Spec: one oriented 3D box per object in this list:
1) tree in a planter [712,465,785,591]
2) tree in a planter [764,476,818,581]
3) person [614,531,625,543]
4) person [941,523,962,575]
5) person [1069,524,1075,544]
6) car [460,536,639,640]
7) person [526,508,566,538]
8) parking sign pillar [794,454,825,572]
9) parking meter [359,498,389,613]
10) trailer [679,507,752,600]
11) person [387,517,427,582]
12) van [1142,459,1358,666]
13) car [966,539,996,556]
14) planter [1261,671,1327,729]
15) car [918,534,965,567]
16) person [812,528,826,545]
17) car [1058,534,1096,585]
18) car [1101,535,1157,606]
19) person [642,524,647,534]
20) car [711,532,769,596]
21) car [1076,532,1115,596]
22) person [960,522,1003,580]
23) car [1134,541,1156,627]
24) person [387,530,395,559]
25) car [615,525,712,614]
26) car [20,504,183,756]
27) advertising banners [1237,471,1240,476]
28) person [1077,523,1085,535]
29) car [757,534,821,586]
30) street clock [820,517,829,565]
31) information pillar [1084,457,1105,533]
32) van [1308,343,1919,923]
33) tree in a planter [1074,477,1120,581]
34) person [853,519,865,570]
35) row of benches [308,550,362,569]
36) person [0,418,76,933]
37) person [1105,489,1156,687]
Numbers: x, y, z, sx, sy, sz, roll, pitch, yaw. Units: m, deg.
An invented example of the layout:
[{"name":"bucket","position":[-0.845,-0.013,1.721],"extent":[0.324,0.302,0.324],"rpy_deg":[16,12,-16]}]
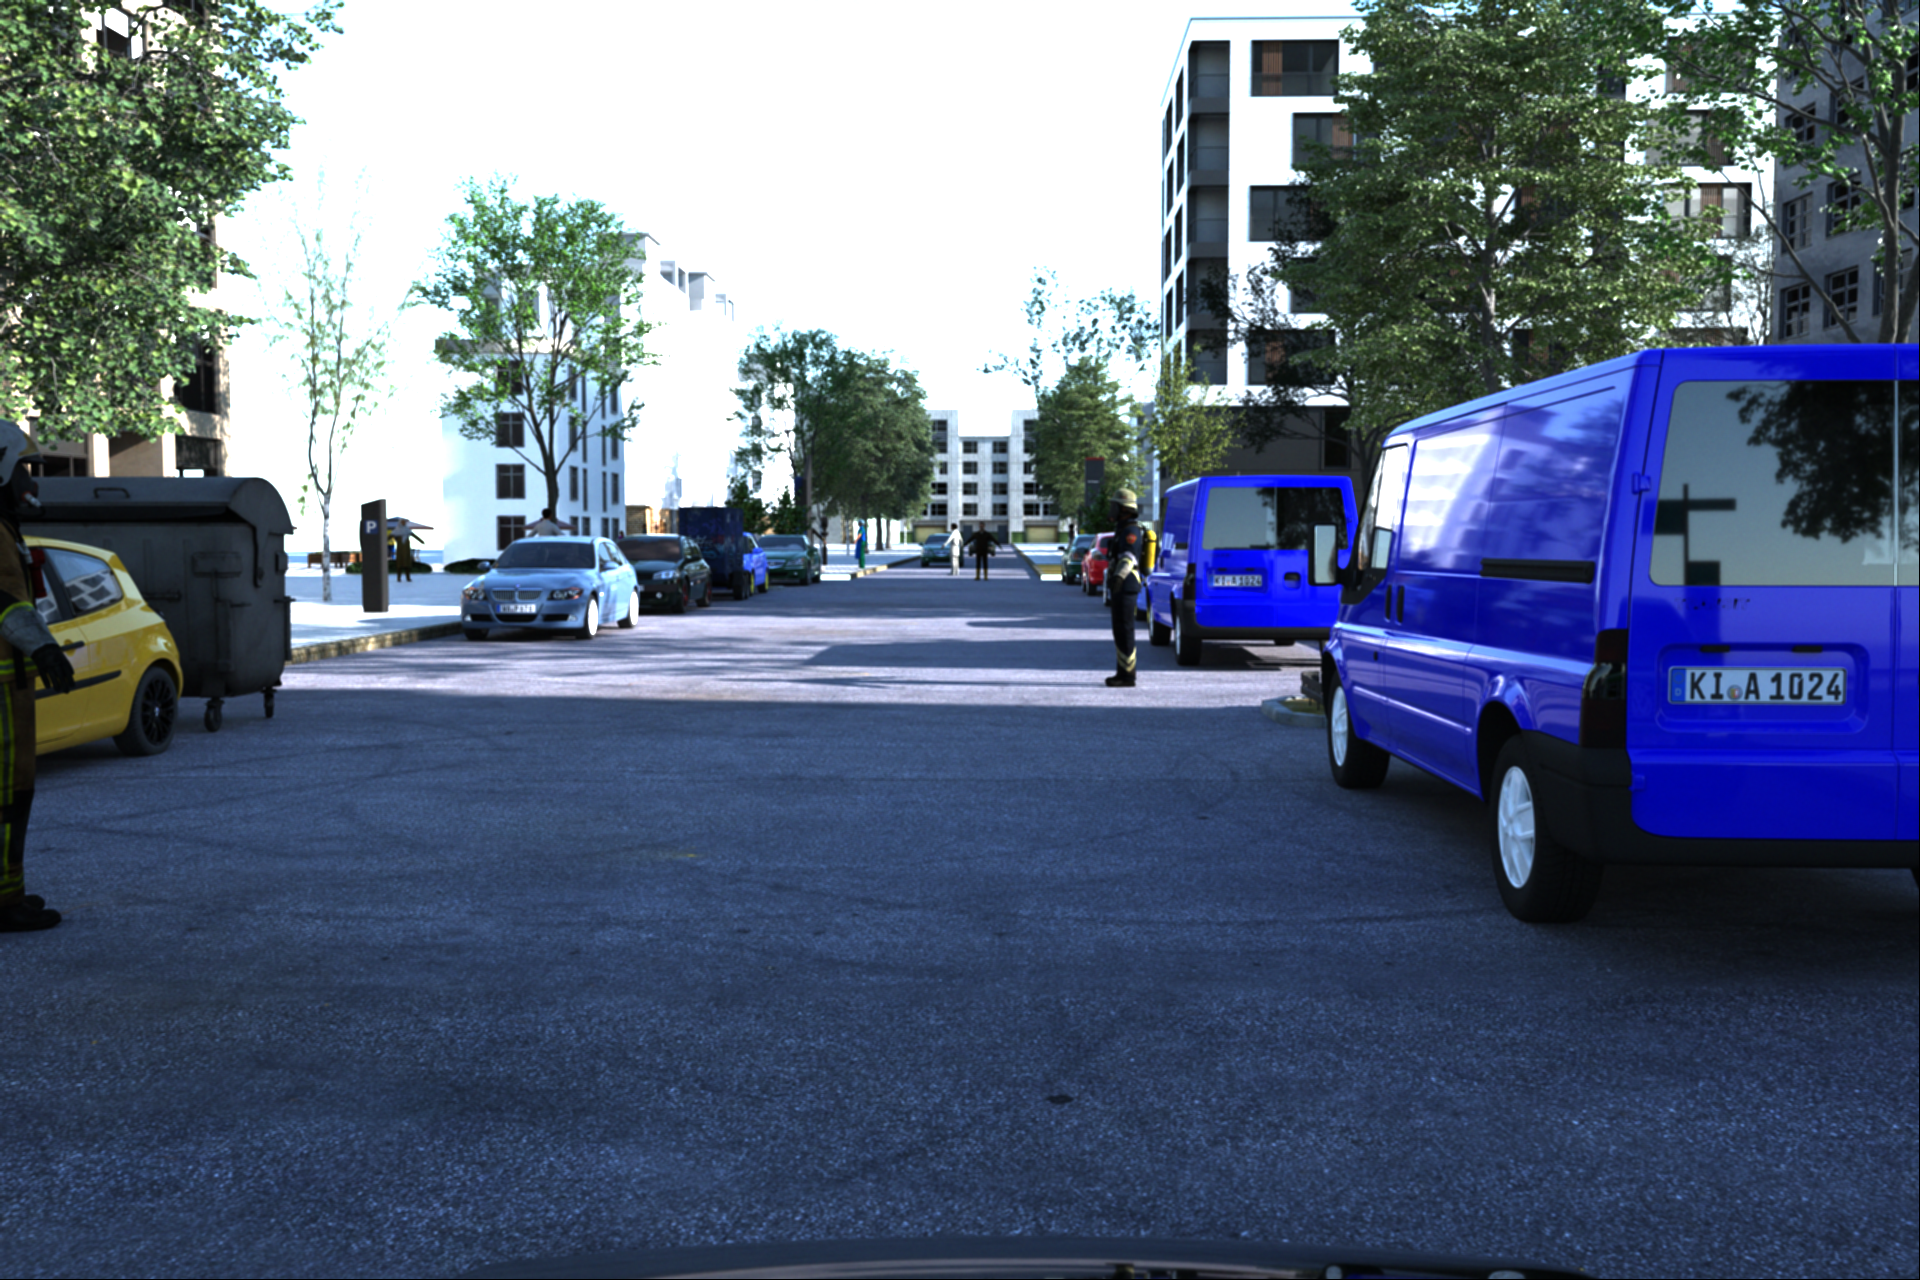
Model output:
[{"name":"tree in a planter","position":[-5.568,-2.889,44.451],"extent":[1.991,3.239,1.994],"rpy_deg":[0,4,2]},{"name":"tree in a planter","position":[-5.356,-3.439,53.457],"extent":[1.991,3.239,1.994],"rpy_deg":[0,4,2]},{"name":"person","position":[-14.940,-4.097,76.249],"extent":[0.599,1.433,0.991],"rpy_deg":[3,5,43]},{"name":"person","position":[-0.230,-3.175,60.553],"extent":[0.705,1.806,1.347],"rpy_deg":[2,4,30]},{"name":"person","position":[5.981,-5.263,92.191],"extent":[0.704,1.843,1.345],"rpy_deg":[-1,4,-11]},{"name":"car","position":[-5.828,-0.799,25.072],"extent":[2.014,1.417,4.499],"rpy_deg":[0,4,1]},{"name":"person","position":[-8.504,-1.812,35.780],"extent":[1.344,1.810,0.704],"rpy_deg":[1,4,18]},{"name":"parking sign pillar","position":[-5.250,-4.256,58.050],"extent":[1.447,3.967,1.447],"rpy_deg":[0,4,2]},{"name":"parking meter","position":[-9.589,-1.384,28.333],"extent":[0.399,1.863,0.255],"rpy_deg":[0,4,2]},{"name":"trailer","position":[-5.393,-1.833,37.021],"extent":[1.471,1.999,3.904],"rpy_deg":[0,4,1]},{"name":"person","position":[-15.037,-2.451,46.849],"extent":[1.217,1.736,0.721],"rpy_deg":[-2,4,-33]},{"name":"van","position":[3.336,-0.986,20.505],"extent":[2.240,2.365,5.245],"rpy_deg":[0,3,0]},{"name":"car","position":[1.420,-6.288,112.598],"extent":[2.009,1.686,4.222],"rpy_deg":[0,3,0]},{"name":"planter","position":[3.406,0.464,13.547],"extent":[1.991,0.319,1.994],"rpy_deg":[0,4,2]},{"name":"car","position":[-0.754,-3.941,76.228],"extent":[2.131,1.459,4.920],"rpy_deg":[0,4,1]},{"name":"person","position":[-5.568,-3.517,63.438],"extent":[1.347,1.837,0.705],"rpy_deg":[-1,4,-10]},{"name":"car","position":[3.917,-2.352,50.251],"extent":[2.131,1.459,4.920],"rpy_deg":[0,4,1]},{"name":"car","position":[3.717,-1.274,32.837],"extent":[2.014,1.417,4.499],"rpy_deg":[0,4,0]},{"name":"person","position":[-15.670,-4.869,85.880],"extent":[0.705,1.796,1.348],"rpy_deg":[-1,4,-11]},{"name":"car","position":[-5.563,-1.916,40.925],"extent":[1.945,1.707,3.694],"rpy_deg":[0,4,2]},{"name":"car","position":[3.880,-1.995,41.655],"extent":[2.155,1.783,4.494],"rpy_deg":[0,4,2]},{"name":"person","position":[0.675,-2.765,53.806],"extent":[1.346,1.812,0.704],"rpy_deg":[1,4,11]},{"name":"car","position":[3.705,-1.098,27.544],"extent":[1.945,1.707,3.694],"rpy_deg":[0,4,1]},{"name":"person","position":[-23.128,-3.918,70.527],"extent":[1.216,1.772,0.721],"rpy_deg":[2,4,25]},{"name":"car","position":[-5.766,-1.386,32.447],"extent":[2.009,1.686,4.222],"rpy_deg":[0,4,1]},{"name":"car","position":[-6.069,0.022,9.863],"extent":[2.015,1.641,3.980],"rpy_deg":[0,4,1]},{"name":"advertising banners","position":[7.762,-3.231,49.019],"extent":[0.090,3.025,2.074],"rpy_deg":[0,4,2]},{"name":"person","position":[5.906,-4.643,81.882],"extent":[1.349,1.833,0.705],"rpy_deg":[3,5,44]},{"name":"car","position":[-5.052,-2.309,49.553],"extent":[2.131,1.459,4.920],"rpy_deg":[0,4,2]},{"name":"street clock","position":[-5.576,-4.085,71.354],"extent":[0.358,2.002,0.471],"rpy_deg":[0,4,2]},{"name":"information pillar","position":[4.557,-4.244,58.761],"extent":[0.750,3.857,0.750],"rpy_deg":[0,4,1]},{"name":"van","position":[3.019,-0.222,8.013],"extent":[2.240,2.365,5.245],"rpy_deg":[0,4,1]},{"name":"tree in a planter","position":[4.443,-3.456,53.724],"extent":[1.991,3.239,1.994],"rpy_deg":[0,4,2]},{"name":"person","position":[-3.619,-3.467,62.812],"extent":[0.704,1.817,1.347],"rpy_deg":[1,4,9]},{"name":"row of benches","position":[-23.686,-3.101,66.172],"extent":[1.422,0.672,4.104],"rpy_deg":[0,4,8]},{"name":"person","position":[-3.502,0.116,6.332],"extent":[0.705,1.858,1.354],"rpy_deg":[-3,4,-38]},{"name":"person","position":[1.518,-0.496,16.347],"extent":[0.705,1.856,1.354],"rpy_deg":[0,4,3]}]
